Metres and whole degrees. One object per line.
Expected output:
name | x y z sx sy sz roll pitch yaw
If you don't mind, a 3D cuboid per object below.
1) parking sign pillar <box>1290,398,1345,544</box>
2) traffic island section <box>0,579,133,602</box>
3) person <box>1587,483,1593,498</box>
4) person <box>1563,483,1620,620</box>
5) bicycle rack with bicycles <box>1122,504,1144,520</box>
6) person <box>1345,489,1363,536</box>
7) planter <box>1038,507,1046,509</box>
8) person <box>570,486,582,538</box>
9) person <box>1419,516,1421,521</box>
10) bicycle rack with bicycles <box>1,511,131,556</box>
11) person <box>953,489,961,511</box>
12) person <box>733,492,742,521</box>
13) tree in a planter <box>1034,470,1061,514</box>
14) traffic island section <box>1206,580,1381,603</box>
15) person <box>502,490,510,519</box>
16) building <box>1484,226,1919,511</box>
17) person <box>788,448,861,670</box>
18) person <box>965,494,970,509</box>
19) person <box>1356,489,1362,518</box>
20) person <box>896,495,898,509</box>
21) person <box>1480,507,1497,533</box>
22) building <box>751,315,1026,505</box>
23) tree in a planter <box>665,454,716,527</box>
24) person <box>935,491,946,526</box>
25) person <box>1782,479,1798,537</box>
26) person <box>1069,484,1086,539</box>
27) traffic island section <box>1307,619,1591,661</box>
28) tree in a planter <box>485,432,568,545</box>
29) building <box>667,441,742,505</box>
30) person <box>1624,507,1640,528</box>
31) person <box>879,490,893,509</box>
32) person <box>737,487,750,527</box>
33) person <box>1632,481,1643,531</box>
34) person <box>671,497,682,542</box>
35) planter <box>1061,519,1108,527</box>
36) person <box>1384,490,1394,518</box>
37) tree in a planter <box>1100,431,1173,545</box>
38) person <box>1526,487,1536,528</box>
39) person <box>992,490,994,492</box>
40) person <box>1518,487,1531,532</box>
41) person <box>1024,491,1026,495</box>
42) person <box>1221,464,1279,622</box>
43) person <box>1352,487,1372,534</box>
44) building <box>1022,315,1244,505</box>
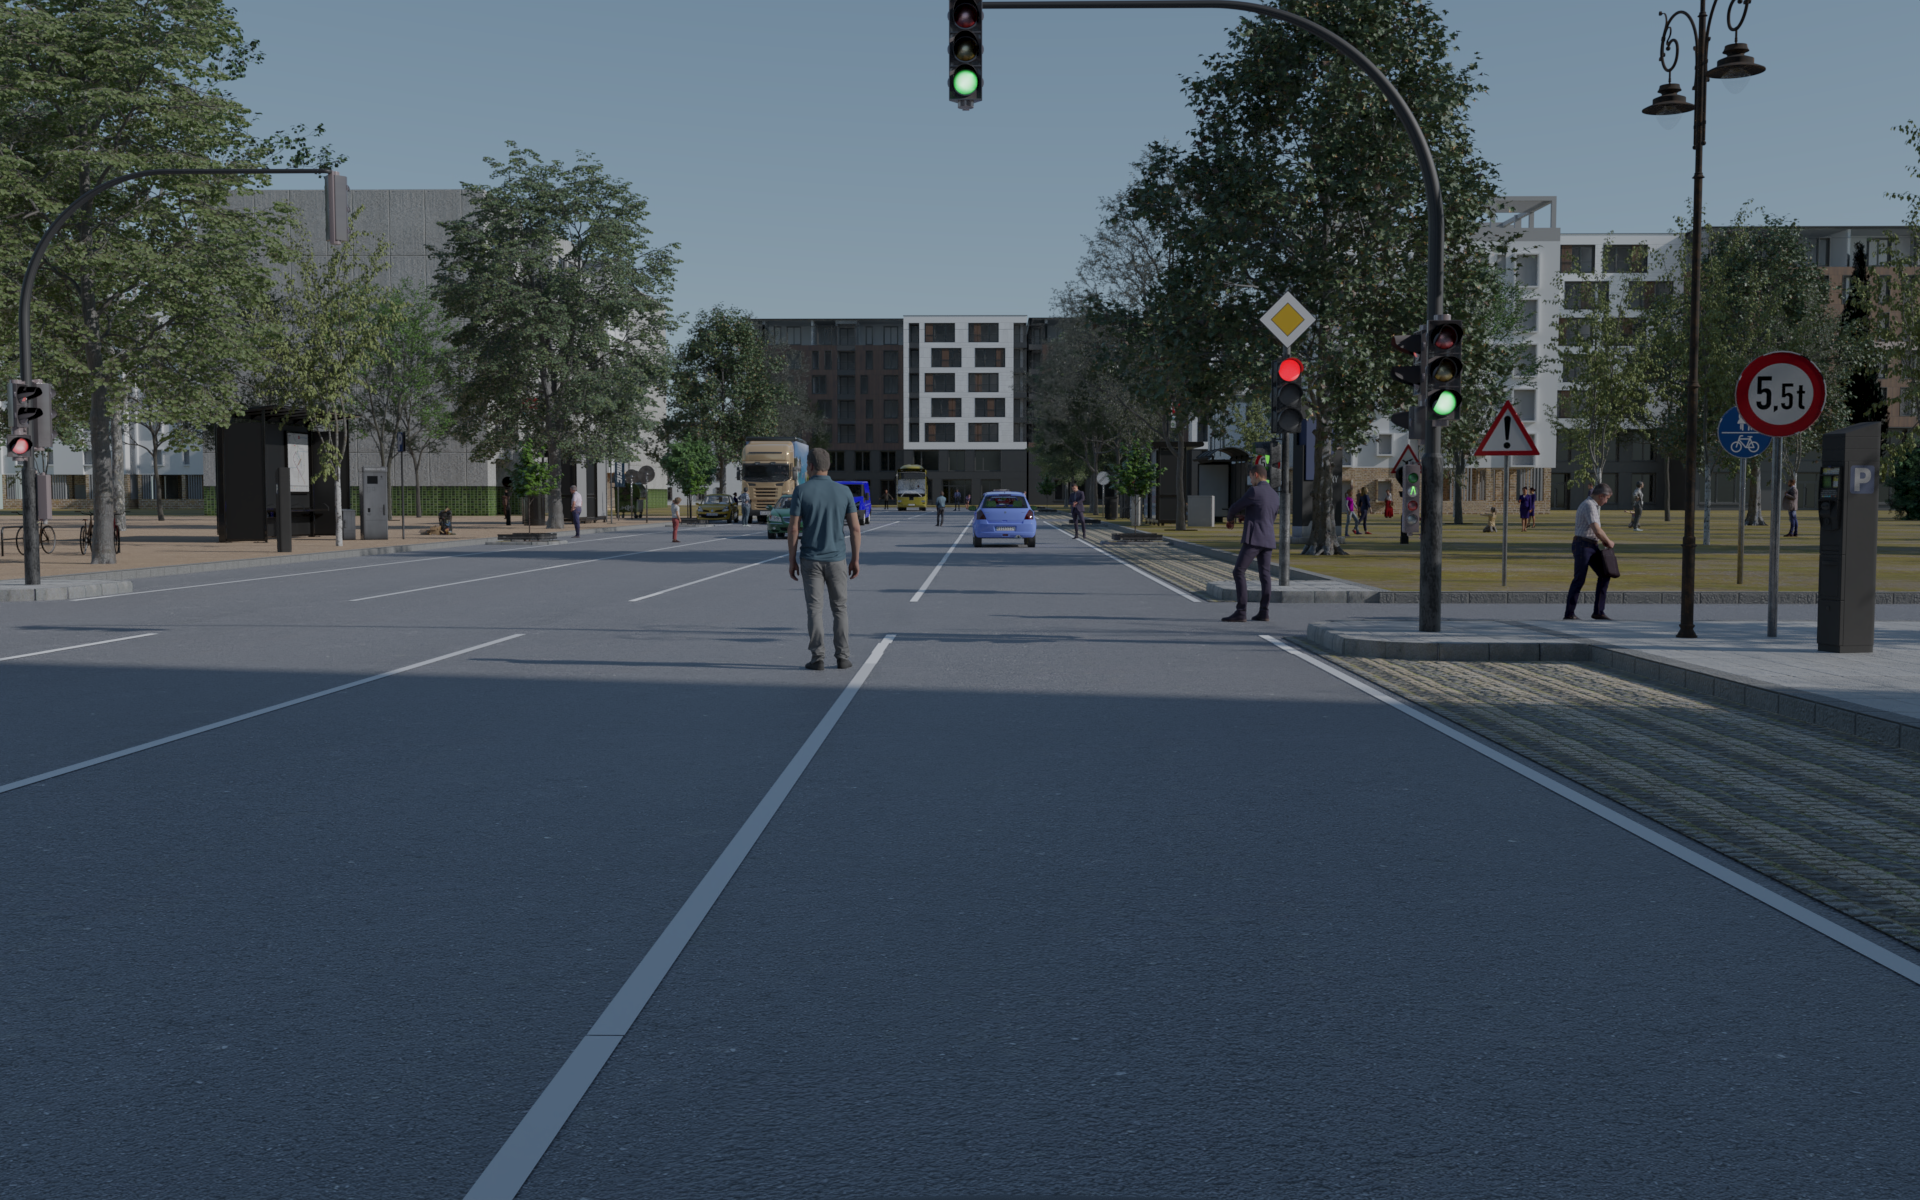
parking sign pillar | 9.242 -3.441 44.735 1.447 3.967 1.447 -2 4 -27
traffic island section | -13.148 -0.137 24.522 2.009 0.180 2.903 0 4 1
person | 24.456 -3.678 67.099 0.541 1.710 0.530 -2 4 -30
person | 7.090 -0.532 19.413 0.590 1.554 0.614 1 4 22
bicycle rack with bicycles | 9.524 -4.562 87.963 2.925 0.926 2.852 -1 4 -8
person | 11.948 -2.638 52.407 0.776 1.435 0.726 3 4 36
planter | 6.863 -8.111 153.760 1.991 0.319 1.994 0 4 1
person | -12.604 -2.888 56.652 0.436 1.711 0.756 1 4 15
person | 21.962 -4.610 83.282 0.662 1.594 0.647 0 4 4
bicycle rack with bicycles | -18.896 -1.433 36.816 2.852 0.926 2.925 -1 4 -10
person | -0.289 -8.613 149.192 0.709 1.838 0.599 1 4 19
person | -11.826 -4.975 92.205 0.546 1.535 0.453 -2 4 -30
tree in a planter | 6.381 -7.921 126.725 1.991 3.239 1.994 0 4 1
traffic island section | 4.550 -0.118 24.203 2.009 0.180 2.903 0 4 1
person | -23.262 -4.915 88.670 0.388 1.546 0.482 -1 4 -9
building | 60.344 -18.486 146.214 32.646 21.610 27.936 0 4 1
person | -1.114 -0.341 14.197 0.598 1.807 0.434 0 4 -7
person | 0.721 -9.172 161.688 0.421 1.427 0.697 -2 4 -34
person | 21.732 -5.248 94.118 0.482 1.546 0.388 3 4 38
person | -5.776 -9.521 164.154 0.705 1.826 1.348 -2 4 -25
person | 17.642 -2.679 57.774 0.347 0.859 0.695 -1 4 -22
building | -8.395 -22.503 211.892 32.646 21.610 27.936 0 4 1
tree in a planter | -11.892 -4.855 76.608 1.991 3.239 1.994 0 4 1
person | -0.877 -4.027 76.554 0.499 1.552 0.429 0 4 2
person | 24.855 -2.753 51.869 0.431 1.722 0.655 3 4 38
person | 3.731 -2.830 55.219 0.683 1.767 0.568 2 4 28
traffic island section | 4.408 0.371 16.219 2.009 0.180 2.903 0 4 1
tree in a planter | -12.374 -3.208 49.668 1.991 3.239 1.994 0 4 1
building | -38.947 -15.869 201.610 28.070 9.664 9.099 0 4 1
person | 25.479 -3.157 65.583 0.695 0.859 0.347 -3 4 -37
person | -6.869 -9.347 161.457 1.348 1.807 0.705 1 4 13
person | -9.476 -4.106 76.364 0.376 1.734 0.841 -2 4 -33
person | 23.442 -3.251 59.923 0.376 1.734 0.841 1 4 22
person | -8.413 -2.379 51.312 0.435 1.345 0.340 3 4 36
planter | 5.476 -3.390 76.572 1.991 0.319 1.994 0 4 1
person | 22.751 -5.100 91.896 0.523 1.526 0.387 -2 4 -26
tree in a planter | 5.001 -3.183 49.265 1.991 3.239 1.994 0 4 1
person | 21.474 -3.486 65.407 0.546 1.535 0.453 -2 4 -25
person | 2.397 -7.274 128.354 0.541 1.710 0.530 -2 4 -35
person | 19.278 -3.101 59.123 0.453 1.535 0.546 0 4 8
person | 6.525 -10.100 174.575 0.436 1.711 0.756 0 4 -4
person | 3.247 -0.650 19.576 0.683 1.767 0.568 -3 5 -42
person | 12.826 -2.851 55.201 0.613 1.512 0.480 -2 4 -27
building | 24.410 -22.423 210.585 32.646 21.610 27.936 0 4 1
